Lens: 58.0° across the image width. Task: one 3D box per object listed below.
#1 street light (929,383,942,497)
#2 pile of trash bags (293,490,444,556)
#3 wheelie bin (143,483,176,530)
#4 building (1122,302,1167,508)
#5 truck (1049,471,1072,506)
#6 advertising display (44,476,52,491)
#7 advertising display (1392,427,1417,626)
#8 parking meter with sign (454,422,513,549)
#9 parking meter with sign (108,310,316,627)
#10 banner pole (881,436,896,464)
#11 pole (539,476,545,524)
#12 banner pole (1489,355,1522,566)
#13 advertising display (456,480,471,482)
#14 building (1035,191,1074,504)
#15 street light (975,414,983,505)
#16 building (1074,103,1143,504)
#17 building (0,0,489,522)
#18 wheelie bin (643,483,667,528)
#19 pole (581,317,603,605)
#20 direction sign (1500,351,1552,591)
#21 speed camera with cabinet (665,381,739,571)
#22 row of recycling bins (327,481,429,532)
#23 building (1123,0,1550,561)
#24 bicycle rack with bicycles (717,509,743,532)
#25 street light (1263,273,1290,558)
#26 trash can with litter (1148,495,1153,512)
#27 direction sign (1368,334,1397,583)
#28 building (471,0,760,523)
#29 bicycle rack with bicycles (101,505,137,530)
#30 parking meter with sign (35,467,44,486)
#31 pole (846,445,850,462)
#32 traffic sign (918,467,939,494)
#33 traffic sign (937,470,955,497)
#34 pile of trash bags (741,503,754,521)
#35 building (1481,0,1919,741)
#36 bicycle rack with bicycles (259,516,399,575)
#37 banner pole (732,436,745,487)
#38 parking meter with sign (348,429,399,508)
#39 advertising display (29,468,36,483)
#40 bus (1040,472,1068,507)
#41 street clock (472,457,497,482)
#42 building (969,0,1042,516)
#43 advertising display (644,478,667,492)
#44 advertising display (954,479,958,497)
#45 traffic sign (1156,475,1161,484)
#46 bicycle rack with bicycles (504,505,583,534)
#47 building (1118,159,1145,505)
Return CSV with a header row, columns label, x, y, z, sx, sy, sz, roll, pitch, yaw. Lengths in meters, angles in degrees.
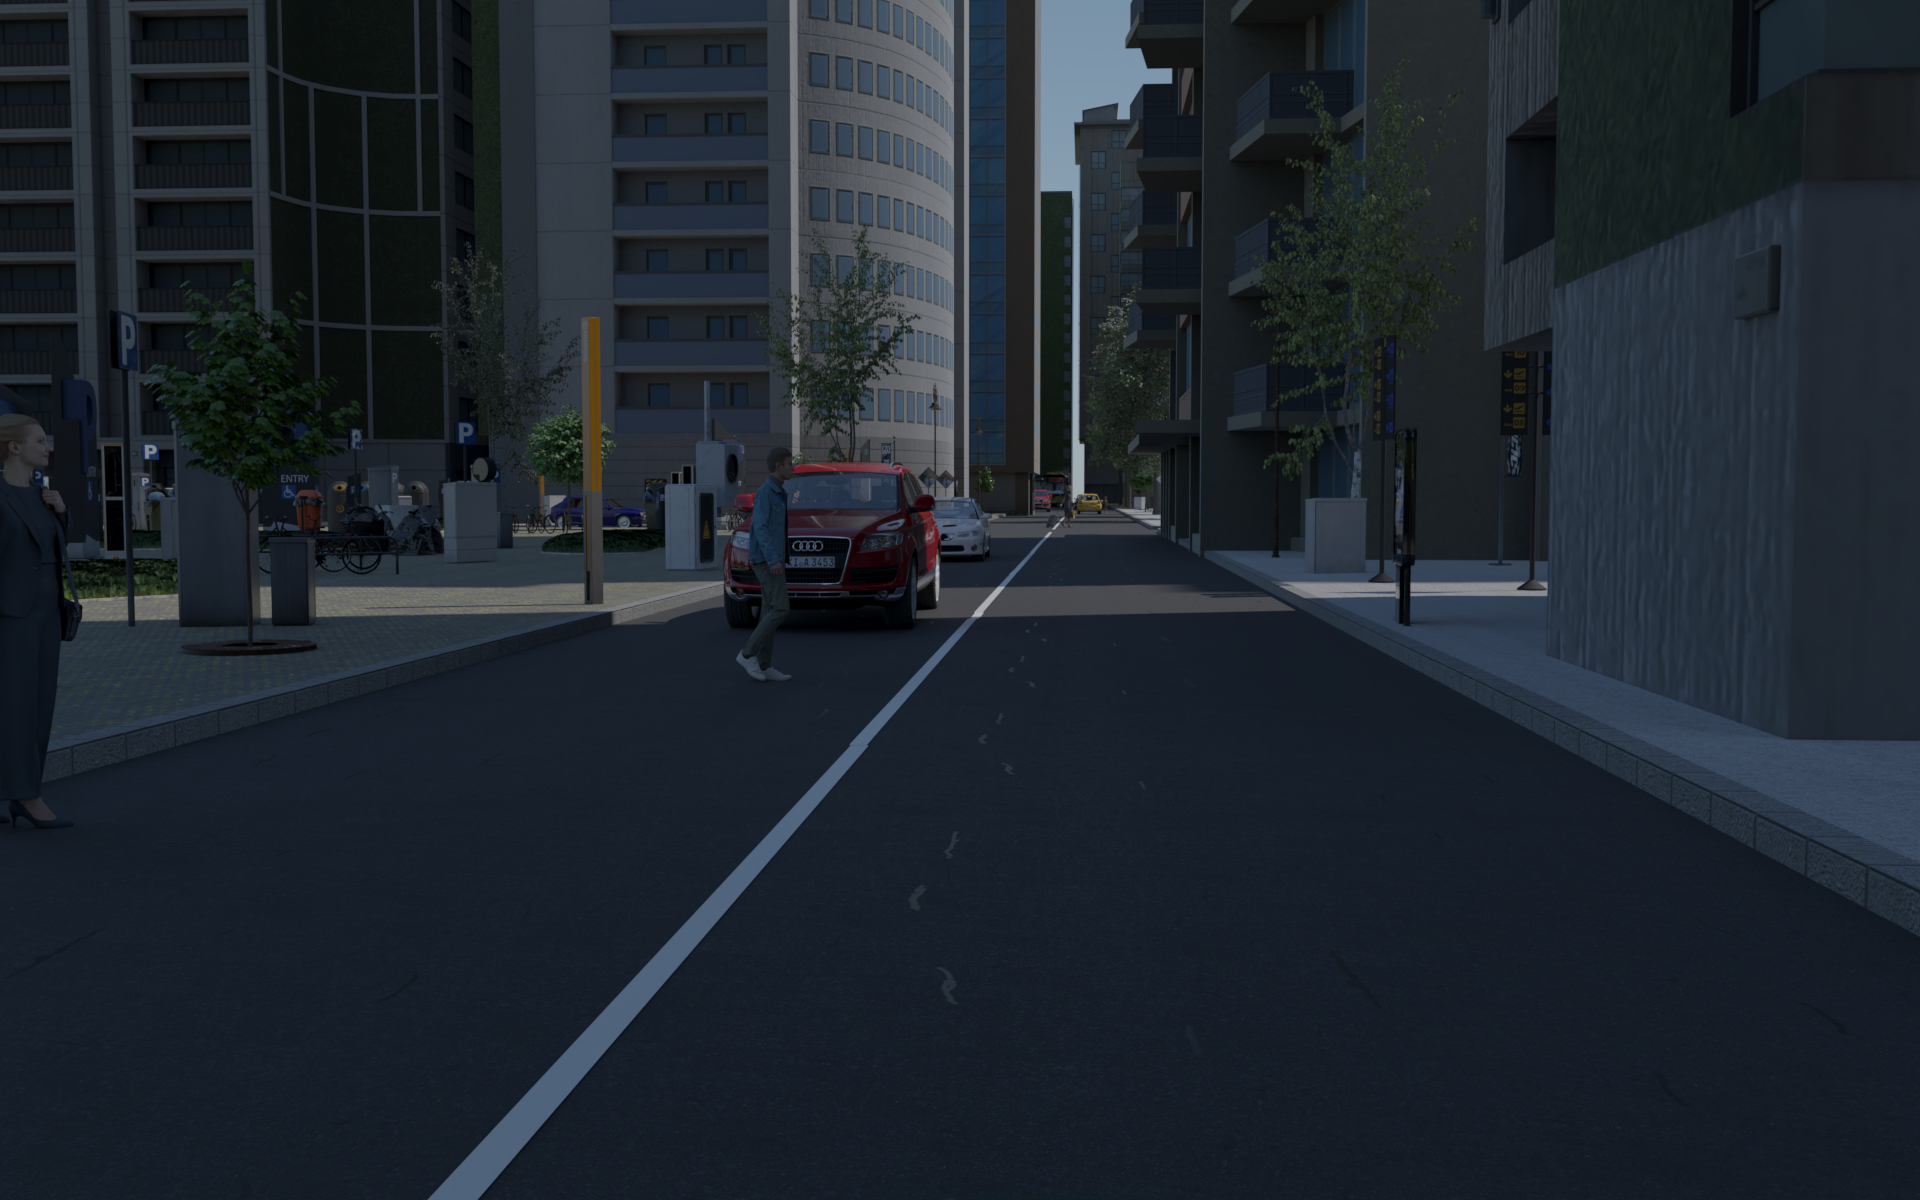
label,x,y,z,sx,sy,sz,roll,pitch,yaw
street light,-1.029,-6.066,71.971,0.468,5.910,1.993,0,4,4
pile of trash bags,-12.690,-1.671,37.081,3.447,1.369,1.912,1,4,13
wheelie bin,-23.909,-2.672,51.596,0.980,1.594,0.693,3,5,43
building,30.025,-19.762,168.144,27.650,21.520,28.899,0,4,4
truck,12.107,-13.501,209.653,2.839,4.237,11.283,0,4,6
advertising display,-33.153,-3.518,62.740,0.974,1.923,0.123,3,4,38
advertising display,4.405,-0.732,17.185,0.123,1.923,0.974,1,4,8
parking meter with sign,-11.310,-2.754,41.296,1.738,3.016,0.543,3,5,40
parking meter with sign,-7.212,-1.257,16.816,1.738,3.016,0.543,0,4,-8
banner pole,-3.031,-5.177,74.661,0.863,3.779,0.401,1,4,22
pole,-17.728,-4.864,73.369,0.158,3.312,0.155,0,3,0
banner pole,9.921,-2.523,31.270,0.863,3.779,0.401,-3,5,-40
advertising display,-23.067,-4.615,80.661,0.974,1.923,0.123,2,4,31
building,8.414,-33.797,236.171,14.086,41.232,14.154,0,4,4
street light,1.074,-7.751,99.510,0.468,5.910,1.993,0,4,4
building,29.654,-39.882,241.305,27.495,52.752,28.713,0,4,4
building,-34.419,-39.439,83.076,20.611,71.187,20.563,0,4,4
wheelie bin,-8.744,-2.583,50.137,0.693,1.594,0.980,3,5,41
pole,-4.267,-1.605,20.092,0.158,3.312,0.155,0,3,0
direction sign,7.639,-1.898,23.035,0.876,3.537,0.379,1,4,17
speed camera with cabinet,-4.395,-2.159,29.641,0.660,3.252,2.038,1,4,13
row of recycling bins,-18.551,-2.945,55.260,3.534,1.692,1.069,1,4,13
building,15.629,-23.903,45.441,22.147,44.769,28.867,0,4,4
bicycle rack with bicycles,-7.159,-2.792,59.034,2.852,0.926,2.925,-2,4,-35
street light,6.393,-3.799,34.899,0.468,5.910,1.993,0,4,4
trash can with litter,14.696,-7.125,127.544,2.233,1.210,1.678,1,4,14
direction sign,6.119,-2.020,25.029,0.379,3.537,0.876,0,4,-5
building,-10.939,-33.503,89.773,21.231,58.520,28.212,0,4,4
bicycle rack with bicycles,-28.895,-2.700,57.527,2.852,0.926,2.925,-3,4,-38
parking meter with sign,-52.727,-6.328,99.724,0.543,3.016,1.738,1,4,20
pole,-4.632,-4.791,72.173,0.158,3.312,0.155,0,3,0
traffic sign,-1.159,-3.678,63.785,0.795,2.450,0.064,0,4,4
traffic sign,-0.585,-4.166,71.749,0.795,2.450,0.064,0,4,4
pile of trash bags,-5.224,-2.593,52.156,1.912,1.369,3.447,-3,5,-40
building,11.815,-14.846,14.440,14.160,30.474,14.107,0,4,4
bicycle rack with bicycles,-10.430,-0.884,27.831,2.925,0.926,2.852,-3,4,-36
banner pole,-9.475,-5.136,73.988,0.863,3.779,0.401,3,4,36
parking meter with sign,-15.396,-3.058,46.253,1.738,3.016,0.543,1,4,14
advertising display,-17.009,-1.606,31.480,0.123,1.923,0.974,-1,4,-10
bus,10.771,-12.468,195.402,2.896,3.916,12.252,0,4,5
street clock,-9.422,-1.822,34.359,0.471,2.002,0.358,2,4,34
building,-1.564,-28.662,118.729,14.600,45.320,14.200,0,4,4
advertising display,-12.611,-4.074,71.830,0.974,1.923,0.123,-3,4,-37
advertising display,-0.189,-4.378,76.800,0.123,1.923,0.974,0,4,3
traffic sign,8.435,-4.125,71.081,0.795,2.450,0.064,0,4,4
bicycle rack with bicycles,-13.600,-2.657,56.830,2.852,0.926,2.925,-2,4,-28
building,26.649,-32.428,213.793,14.154,41.232,14.086,0,4,4
